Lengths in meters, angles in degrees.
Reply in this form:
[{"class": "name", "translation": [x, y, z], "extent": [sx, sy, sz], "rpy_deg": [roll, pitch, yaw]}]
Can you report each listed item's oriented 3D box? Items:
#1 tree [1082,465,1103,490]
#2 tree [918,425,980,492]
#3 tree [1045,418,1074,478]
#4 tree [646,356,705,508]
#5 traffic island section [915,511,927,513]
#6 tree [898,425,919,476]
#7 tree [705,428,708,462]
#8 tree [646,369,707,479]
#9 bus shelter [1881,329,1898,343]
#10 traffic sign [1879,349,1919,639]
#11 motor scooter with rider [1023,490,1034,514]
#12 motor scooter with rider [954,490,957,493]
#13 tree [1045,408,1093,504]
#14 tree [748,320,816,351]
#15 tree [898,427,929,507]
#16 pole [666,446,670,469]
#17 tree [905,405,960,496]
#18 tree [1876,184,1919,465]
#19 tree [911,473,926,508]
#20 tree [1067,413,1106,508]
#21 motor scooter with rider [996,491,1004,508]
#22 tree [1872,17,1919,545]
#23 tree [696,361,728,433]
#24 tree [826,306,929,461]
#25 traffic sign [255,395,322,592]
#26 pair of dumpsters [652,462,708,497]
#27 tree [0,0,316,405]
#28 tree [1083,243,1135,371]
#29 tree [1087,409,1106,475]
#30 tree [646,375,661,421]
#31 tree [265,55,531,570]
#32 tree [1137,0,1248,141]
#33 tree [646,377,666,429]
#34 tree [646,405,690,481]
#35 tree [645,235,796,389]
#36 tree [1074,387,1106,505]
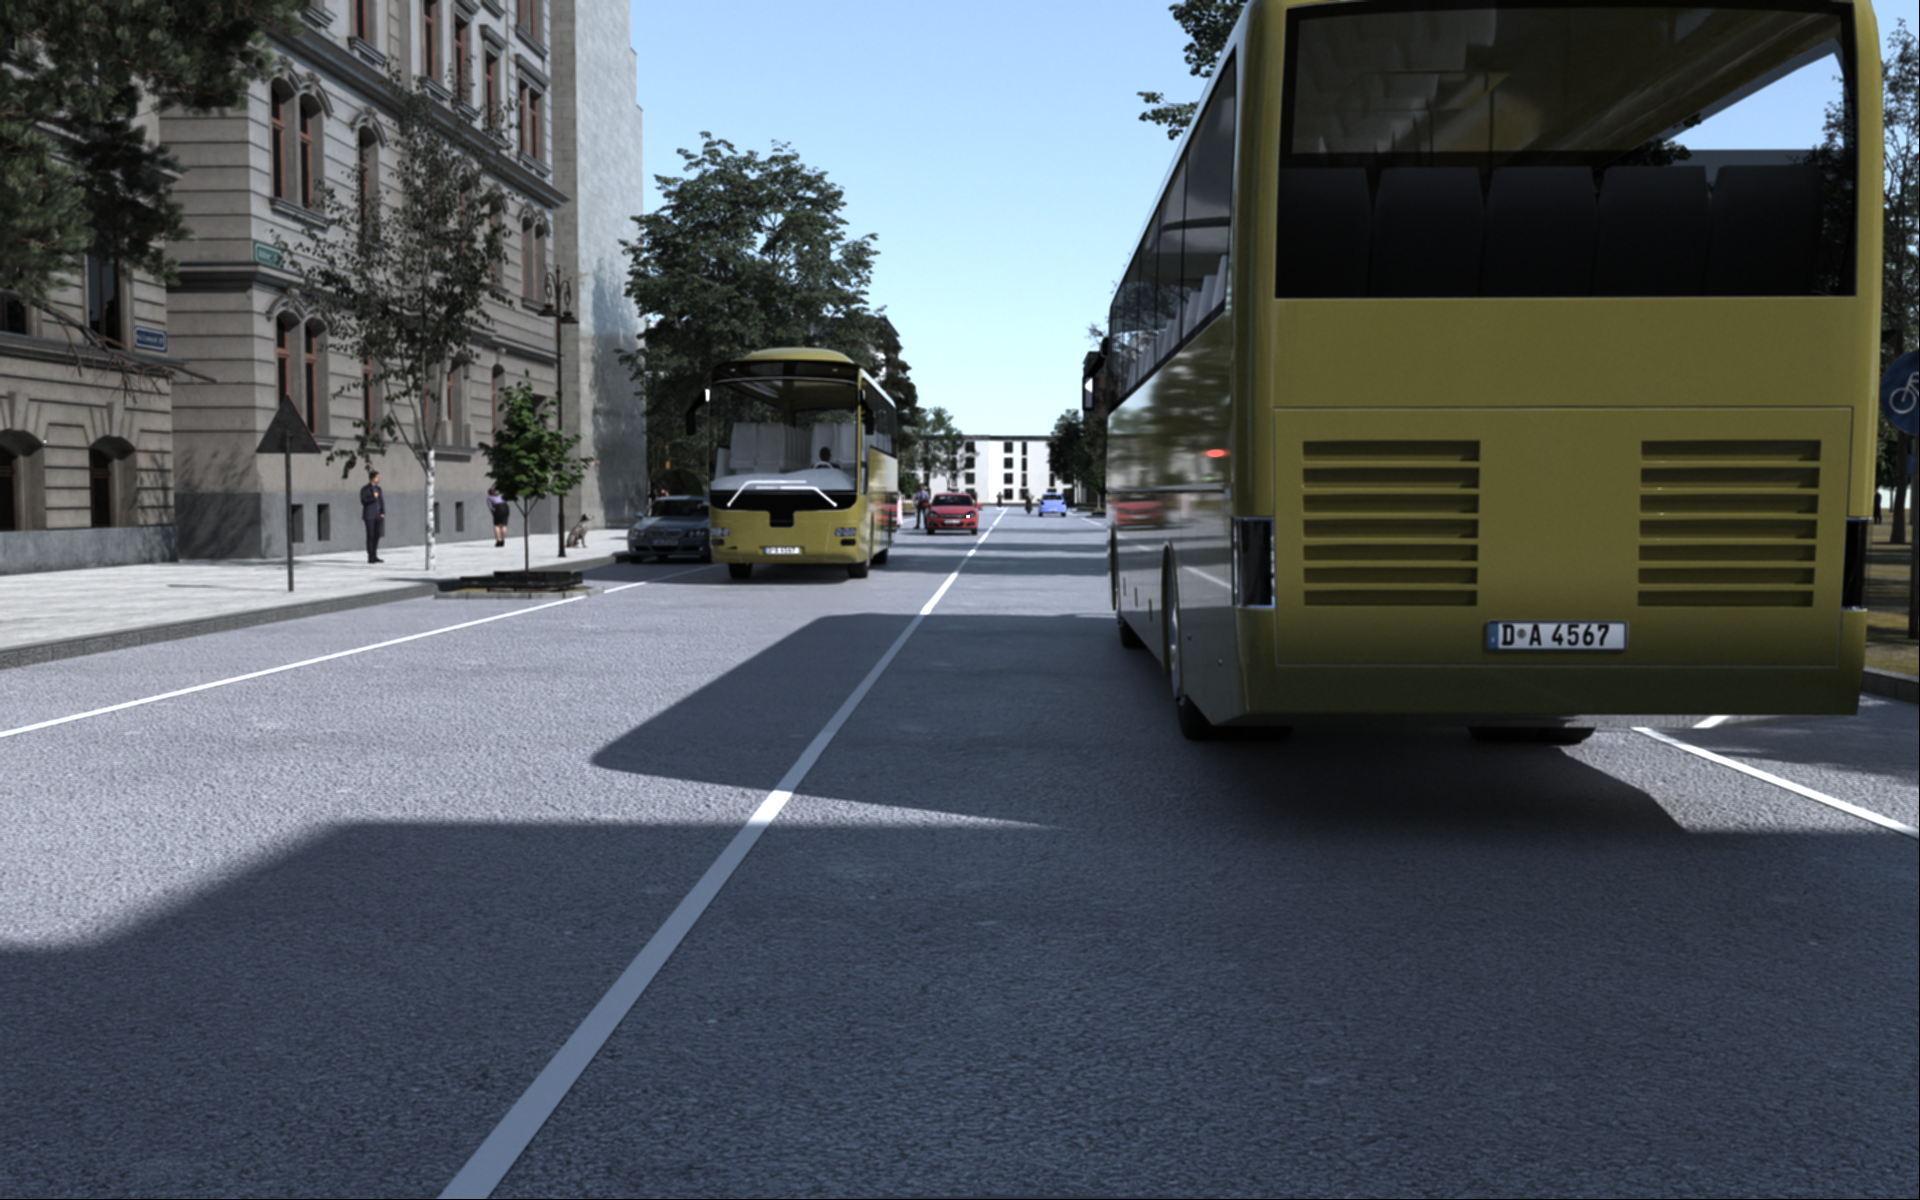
[{"class": "tree", "translation": [13.891, -11.599, 173.363], "extent": [4.285, 4.588, 4.351], "rpy_deg": [0, 3, 0]}, {"class": "tree", "translation": [-1.679, -18.220, 232.314], "extent": [8.767, 10.594, 7.601], "rpy_deg": [0, 4, -6]}, {"class": "tree", "translation": [14.099, -16.886, 210.500], "extent": [7.601, 10.594, 8.767], "rpy_deg": [1, 4, 21]}, {"class": "tree", "translation": [-15.416, -8.253, 85.300], "extent": [4.360, 8.622, 3.978], "rpy_deg": [0, 3, 0]}, {"class": "traffic island section", "translation": [-2.512, -6.744, 133.127], "extent": [1.991, 0.108, 1.994], "rpy_deg": [0, 4, 2]}, {"class": "tree", "translation": [-5.310, -12.069, 147.694], "extent": [4.737, 8.622, 4.395], "rpy_deg": [0, 3, 0]}, {"class": "tree", "translation": [-17.263, -10.044, 114.587], "extent": [4.360, 8.622, 3.978], "rpy_deg": [0, 3, 0]}, {"class": "tree", "translation": [-22.671, -13.710, 142.286], "extent": [7.486, 12.596, 7.792], "rpy_deg": [0, 3, 0]}, {"class": "bus shelter", "translation": [8.152, -1.571, 19.617], "extent": [2.014, 3.302, 5.546], "rpy_deg": [0, 4, 2]}, {"class": "traffic sign", "translation": [8.453, -0.928, 15.277], "extent": [0.768, 2.556, 0.104], "rpy_deg": [0, 4, 5]}, {"class": "motor scooter with rider", "translation": [5.054, -7.184, 126.429], "extent": [0.876, 1.779, 1.986], "rpy_deg": [0, 3, 0]}, {"class": "motor scooter with rider", "translation": [-0.346, -6.574, 116.447], "extent": [0.876, 1.779, 1.986], "rpy_deg": [0, 4, 1]}, {"class": "tree", "translation": [14.629, -19.005, 228.855], "extent": [7.486, 12.596, 7.792], "rpy_deg": [0, 3, 0]}, {"class": "tree", "translation": [-10.472, -11.292, 106.672], "extent": [6.751, 12.117, 7.091], "rpy_deg": [0, 3, 0]}, {"class": "tree", "translation": [-4.759, -13.285, 167.580], "extent": [4.360, 8.622, 3.978], "rpy_deg": [0, 3, 0]}, {"class": "pole", "translation": [-12.329, -4.849, 73.130], "extent": [0.158, 3.312, 0.155], "rpy_deg": [0, 3, 0]}, {"class": "tree", "translation": [-3.590, -16.816, 200.702], "extent": [9.928, 11.665, 9.643], "rpy_deg": [0, 3, 0]}, {"class": "tree", "translation": [29.260, -8.575, 58.322], "extent": [7.486, 12.596, 7.792], "rpy_deg": [0, 3, 0]}, {"class": "tree", "translation": [-4.095, -10.050, 158.914], "extent": [1.663, 3.219, 1.824], "rpy_deg": [0, 3, 0]}, {"class": "tree", "translation": [12.731, -12.577, 155.994], "extent": [4.737, 8.622, 4.395], "rpy_deg": [0, 3, 0]}, {"class": "motor scooter with rider", "translation": [4.006, -10.220, 176.055], "extent": [0.876, 1.779, 1.986], "rpy_deg": [0, 4, 1]}, {"class": "tree", "translation": [24.006, -8.149, 43.613], "extent": [12.009, 13.543, 11.850], "rpy_deg": [0, 3, 0]}, {"class": "tree", "translation": [-12.394, -8.759, 93.573], "extent": [4.737, 8.622, 4.395], "rpy_deg": [0, 3, 0]}, {"class": "tree", "translation": [-6.152, -12.779, 116.361], "extent": [7.806, 13.903, 7.818], "rpy_deg": [0, 3, 0]}, {"class": "traffic sign", "translation": [-8.808, -1.390, 22.727], "extent": [0.884, 2.594, 0.081], "rpy_deg": [0, 4, 3]}, {"class": "pair of dumpsters", "translation": [-7.860, -2.938, 50.529], "extent": [1.574, 2.255, 4.436], "rpy_deg": [0, 4, 2]}, {"class": "tree", "translation": [-8.863, -5.648, 14.398], "extent": [6.751, 12.117, 7.091], "rpy_deg": [0, 3, 0]}, {"class": "tree", "translation": [9.566, -9.312, 62.623], "extent": [12.009, 13.543, 11.850], "rpy_deg": [0, 3, 0]}, {"class": "tree", "translation": [12.180, -11.645, 140.763], "extent": [4.360, 8.622, 3.978], "rpy_deg": [0, 3, 0]}, {"class": "tree", "translation": [-23.548, -11.975, 106.160], "extent": [12.009, 13.543, 11.850], "rpy_deg": [0, 3, 0]}, {"class": "tree", "translation": [-9.089, -4.813, 29.057], "extent": [4.360, 8.622, 3.978], "rpy_deg": [0, 3, 0]}, {"class": "tree", "translation": [8.244, -7.534, 29.837], "extent": [9.857, 13.997, 8.962], "rpy_deg": [0, 3, 0]}, {"class": "tree", "translation": [-18.567, -8.967, 96.981], "extent": [4.737, 8.622, 4.395], "rpy_deg": [0, 3, 0]}, {"class": "tree", "translation": [-26.872, -13.359, 152.830], "extent": [8.767, 10.594, 7.601], "rpy_deg": [-1, 4, -16]}, {"class": "tree", "translation": [-18.446, -16.411, 124.212], "extent": [12.611, 20.169, 13.585], "rpy_deg": [0, 3, 0]}, {"class": "tree", "translation": [11.691, -10.987, 114.049], "extent": [7.601, 10.594, 8.767], "rpy_deg": [0, 4, 1]}]
